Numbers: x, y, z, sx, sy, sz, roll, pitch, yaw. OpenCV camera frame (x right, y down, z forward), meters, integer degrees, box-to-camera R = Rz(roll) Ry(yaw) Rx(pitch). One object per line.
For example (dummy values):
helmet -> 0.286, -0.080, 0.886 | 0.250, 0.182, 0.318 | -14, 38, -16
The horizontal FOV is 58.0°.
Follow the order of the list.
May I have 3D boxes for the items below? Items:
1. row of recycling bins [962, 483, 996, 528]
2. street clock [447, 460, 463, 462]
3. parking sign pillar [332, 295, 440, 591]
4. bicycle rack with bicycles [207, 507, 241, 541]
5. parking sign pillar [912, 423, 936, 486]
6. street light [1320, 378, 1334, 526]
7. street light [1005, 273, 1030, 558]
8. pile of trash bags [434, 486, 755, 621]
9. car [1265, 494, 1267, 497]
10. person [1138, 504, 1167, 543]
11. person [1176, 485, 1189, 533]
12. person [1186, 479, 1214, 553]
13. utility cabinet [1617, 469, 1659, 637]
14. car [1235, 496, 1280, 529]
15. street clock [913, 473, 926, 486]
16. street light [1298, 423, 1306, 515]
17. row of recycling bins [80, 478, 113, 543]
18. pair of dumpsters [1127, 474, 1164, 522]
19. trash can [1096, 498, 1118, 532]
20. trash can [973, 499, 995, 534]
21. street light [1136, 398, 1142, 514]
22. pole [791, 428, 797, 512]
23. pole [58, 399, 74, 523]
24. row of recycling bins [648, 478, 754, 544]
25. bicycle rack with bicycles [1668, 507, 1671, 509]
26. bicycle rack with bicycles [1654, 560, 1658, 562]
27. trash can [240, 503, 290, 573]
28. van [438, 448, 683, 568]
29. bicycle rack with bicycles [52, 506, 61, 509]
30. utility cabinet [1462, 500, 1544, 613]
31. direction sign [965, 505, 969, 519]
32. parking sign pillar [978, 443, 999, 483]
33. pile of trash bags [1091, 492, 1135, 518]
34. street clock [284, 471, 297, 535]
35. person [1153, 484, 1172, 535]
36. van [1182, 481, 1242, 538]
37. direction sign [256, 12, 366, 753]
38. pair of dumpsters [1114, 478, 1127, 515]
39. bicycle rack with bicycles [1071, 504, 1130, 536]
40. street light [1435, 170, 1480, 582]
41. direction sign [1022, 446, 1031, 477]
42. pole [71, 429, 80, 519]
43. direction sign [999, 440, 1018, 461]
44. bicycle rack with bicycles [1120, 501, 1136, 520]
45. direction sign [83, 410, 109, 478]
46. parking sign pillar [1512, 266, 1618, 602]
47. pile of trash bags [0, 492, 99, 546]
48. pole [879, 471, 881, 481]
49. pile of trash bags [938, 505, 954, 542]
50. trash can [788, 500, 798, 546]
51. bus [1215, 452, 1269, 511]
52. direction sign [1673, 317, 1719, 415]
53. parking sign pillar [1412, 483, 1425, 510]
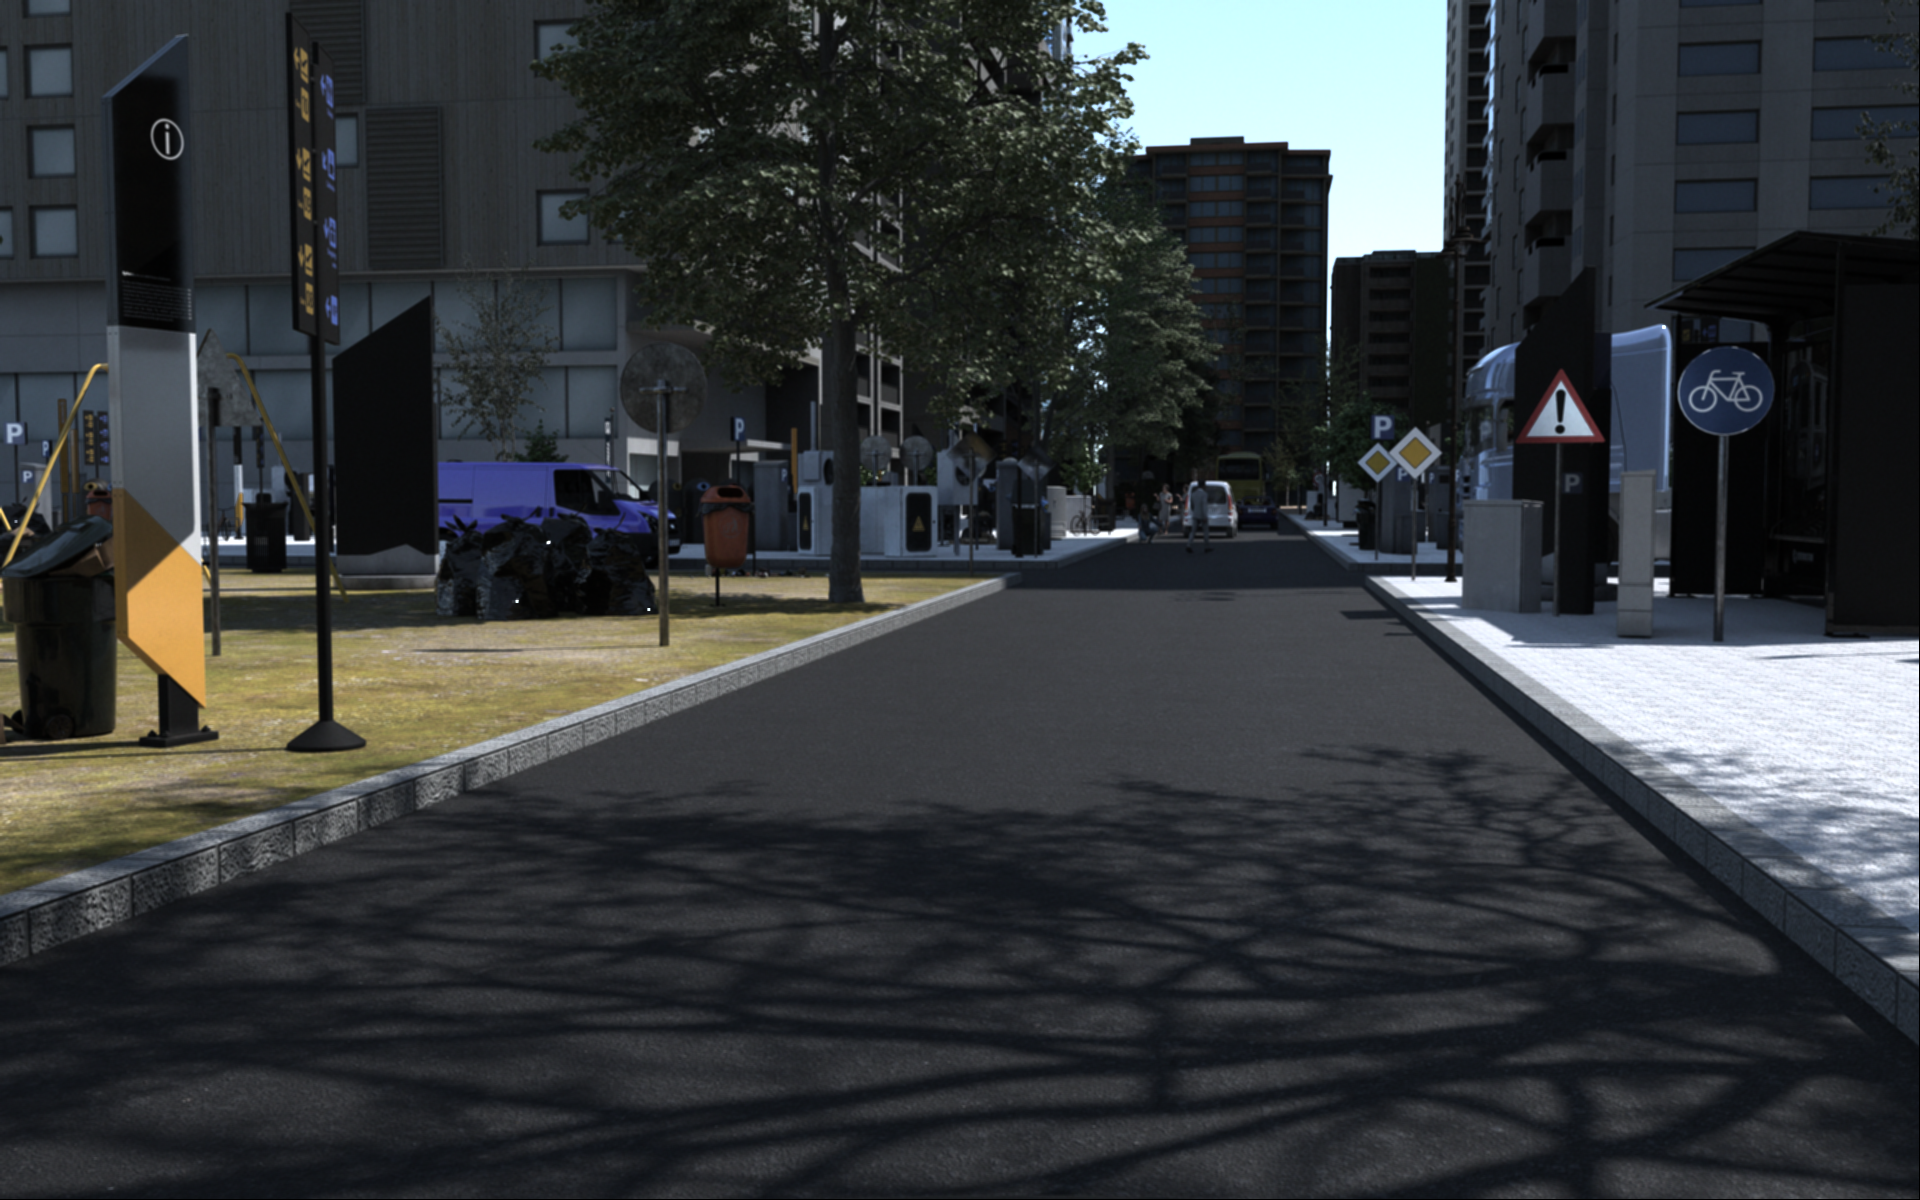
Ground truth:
row of recycling bins -> 1.699, -3.543, 65.039 | 3.534, 1.692, 1.069 | 3, 5, 45
street clock -> -10.689, -1.966, 36.714 | 0.471, 2.002, 0.358 | 1, 4, 19
parking sign pillar -> -7.822, -2.149, 23.612 | 1.447, 3.967, 1.447 | -1, 4, -9
bicycle rack with bicycles -> -21.042, -2.085, 47.476 | 2.852, 0.926, 2.925 | -1, 4, -11
parking sign pillar -> -1.351, -4.786, 66.716 | 1.447, 3.967, 1.447 | 2, 4, 28
street light -> 14.660, -5.903, 69.301 | 0.468, 5.910, 1.993 | 1, 4, 10
street light -> 1.200, -3.797, 34.872 | 0.468, 5.910, 1.993 | 1, 4, 10
pile of trash bags -> -3.880, -0.558, 18.870 | 3.447, 1.369, 1.912 | -2, 4, -29
car -> 19.752, -6.666, 117.667 | 2.281, 1.827, 5.304 | 0, 4, 8
person -> 5.555, -2.239, 50.607 | 1.012, 1.151, 0.738 | -1, 4, -15
person -> 8.214, -3.366, 63.894 | 0.532, 1.782, 0.716 | -1, 4, -16
person -> 5.865, -2.059, 42.432 | 0.850, 1.792, 0.678 | -3, 5, -41
utility cabinet -> 6.205, -0.442, 15.902 | 0.318, 1.500, 1.173 | 1, 4, 22
car -> 12.241, -3.604, 71.499 | 1.945, 1.354, 3.894 | 1, 4, 9
street clock -> -1.399, -3.411, 60.334 | 0.358, 2.002, 0.471 | -3, 4, -37
street light -> 21.092, -8.217, 107.129 | 0.468, 5.910, 1.993 | 1, 4, 10
row of recycling bins -> -21.416, -2.310, 44.889 | 3.534, 1.692, 1.069 | 2, 4, 26
pair of dumpsters -> 8.836, -4.771, 80.506 | 1.574, 2.255, 4.437 | 1, 4, 10
trash can -> 5.042, -2.927, 59.502 | 0.748, 1.137, 0.748 | 0, 3, 0
trash can -> 0.577, -2.162, 46.994 | 0.748, 1.137, 0.748 | 0, 3, 0
street light -> 7.539, -6.086, 72.292 | 0.468, 5.910, 1.993 | 1, 4, 10
pole -> -5.125, -3.653, 53.573 | 0.158, 3.312, 0.155 | 0, 3, 0
pole -> -19.302, -2.660, 37.326 | 0.158, 3.312, 0.155 | 0, 3, 0
row of recycling bins -> -6.386, -2.320, 45.052 | 3.534, 1.692, 1.069 | -2, 4, -29
bicycle rack with bicycles -> 18.628, -2.050, 46.906 | 2.925, 0.926, 2.852 | 2, 4, 35
bicycle rack with bicycles -> 12.142, -1.228, 33.461 | 2.925, 0.926, 2.852 | 2, 4, 30
trash can -> -11.305, -1.013, 28.215 | 0.748, 1.137, 0.748 | 0, 3, 0
van -> -7.919, -1.750, 32.992 | 5.245, 2.365, 2.240 | 1, 4, 11
bicycle rack with bicycles -> -52.989, -5.197, 98.350 | 2.925, 0.926, 2.852 | -1, 4, -17
utility cabinet -> 5.977, -0.485, 19.099 | 0.306, 1.237, 1.020 | -1, 4, -21
direction sign -> 0.441, -6.041, 90.763 | 0.379, 3.537, 0.876 | -1, 4, -12
parking sign pillar -> 1.510, -6.151, 89.047 | 1.447, 3.967, 1.447 | -3, 5, -41
pile of trash bags -> 7.752, -5.023, 91.877 | 3.447, 1.369, 1.912 | 2, 4, 28
street clock -> -21.104, -3.066, 54.703 | 0.358, 2.002, 0.471 | 0, 4, 7
person -> 6.992, -3.136, 60.127 | 0.716, 1.782, 0.532 | 2, 4, 31
van -> 8.357, -3.098, 57.671 | 2.013, 2.044, 4.112 | 1, 4, 11
direction sign -> -3.209, -1.020, 8.669 | 0.379, 3.537, 0.876 | 0, 4, -8
pair of dumpsters -> 9.941, -6.241, 104.534 | 1.574, 2.255, 4.437 | 1, 4, 10
bicycle rack with bicycles -> 3.287, -2.474, 53.828 | 2.852, 0.926, 2.925 | 2, 4, 31
street light -> 7.180, -3.203, 25.153 | 0.468, 5.910, 1.993 | 1, 4, 10
direction sign -> 3.070, -5.438, 80.906 | 0.876, 3.537, 0.379 | 0, 4, 3
pole -> -27.884, -3.716, 54.601 | 0.158, 3.312, 0.155 | 0, 3, 0
direction sign -> 2.051, -4.920, 72.442 | 0.876, 3.537, 0.379 | 0, 4, 2
bicycle rack with bicycles -> 7.379, -4.424, 85.716 | 2.925, 0.926, 2.852 | 1, 4, 23
direction sign -> -23.514, -3.377, 47.212 | 0.379, 3.537, 0.876 | 1, 4, 15
parking sign pillar -> 7.360, -2.003, 21.217 | 1.447, 3.967, 1.447 | -1, 4, -20
pile of trash bags -> -21.226, -1.827, 39.631 | 3.447, 1.369, 1.912 | -3, 4, -37
pole -> -3.059, -4.361, 65.149 | 0.158, 3.312, 0.155 | 0, 3, 0
pile of trash bags -> -1.007, -2.330, 47.841 | 1.912, 1.369, 3.447 | 0, 4, -8
trash can -> -3.767, -1.801, 41.102 | 0.748, 1.137, 0.748 | 0, 3, 0
bus -> 16.362, -6.666, 100.533 | 2.896, 3.916, 12.252 | 1, 4, 11
direction sign -> 9.506, -1.862, 22.442 | 0.379, 3.537, 0.876 | -1, 4, -12
parking sign pillar -> 19.741, -5.330, 75.612 | 1.447, 3.967, 1.447 | -1, 4, -20
